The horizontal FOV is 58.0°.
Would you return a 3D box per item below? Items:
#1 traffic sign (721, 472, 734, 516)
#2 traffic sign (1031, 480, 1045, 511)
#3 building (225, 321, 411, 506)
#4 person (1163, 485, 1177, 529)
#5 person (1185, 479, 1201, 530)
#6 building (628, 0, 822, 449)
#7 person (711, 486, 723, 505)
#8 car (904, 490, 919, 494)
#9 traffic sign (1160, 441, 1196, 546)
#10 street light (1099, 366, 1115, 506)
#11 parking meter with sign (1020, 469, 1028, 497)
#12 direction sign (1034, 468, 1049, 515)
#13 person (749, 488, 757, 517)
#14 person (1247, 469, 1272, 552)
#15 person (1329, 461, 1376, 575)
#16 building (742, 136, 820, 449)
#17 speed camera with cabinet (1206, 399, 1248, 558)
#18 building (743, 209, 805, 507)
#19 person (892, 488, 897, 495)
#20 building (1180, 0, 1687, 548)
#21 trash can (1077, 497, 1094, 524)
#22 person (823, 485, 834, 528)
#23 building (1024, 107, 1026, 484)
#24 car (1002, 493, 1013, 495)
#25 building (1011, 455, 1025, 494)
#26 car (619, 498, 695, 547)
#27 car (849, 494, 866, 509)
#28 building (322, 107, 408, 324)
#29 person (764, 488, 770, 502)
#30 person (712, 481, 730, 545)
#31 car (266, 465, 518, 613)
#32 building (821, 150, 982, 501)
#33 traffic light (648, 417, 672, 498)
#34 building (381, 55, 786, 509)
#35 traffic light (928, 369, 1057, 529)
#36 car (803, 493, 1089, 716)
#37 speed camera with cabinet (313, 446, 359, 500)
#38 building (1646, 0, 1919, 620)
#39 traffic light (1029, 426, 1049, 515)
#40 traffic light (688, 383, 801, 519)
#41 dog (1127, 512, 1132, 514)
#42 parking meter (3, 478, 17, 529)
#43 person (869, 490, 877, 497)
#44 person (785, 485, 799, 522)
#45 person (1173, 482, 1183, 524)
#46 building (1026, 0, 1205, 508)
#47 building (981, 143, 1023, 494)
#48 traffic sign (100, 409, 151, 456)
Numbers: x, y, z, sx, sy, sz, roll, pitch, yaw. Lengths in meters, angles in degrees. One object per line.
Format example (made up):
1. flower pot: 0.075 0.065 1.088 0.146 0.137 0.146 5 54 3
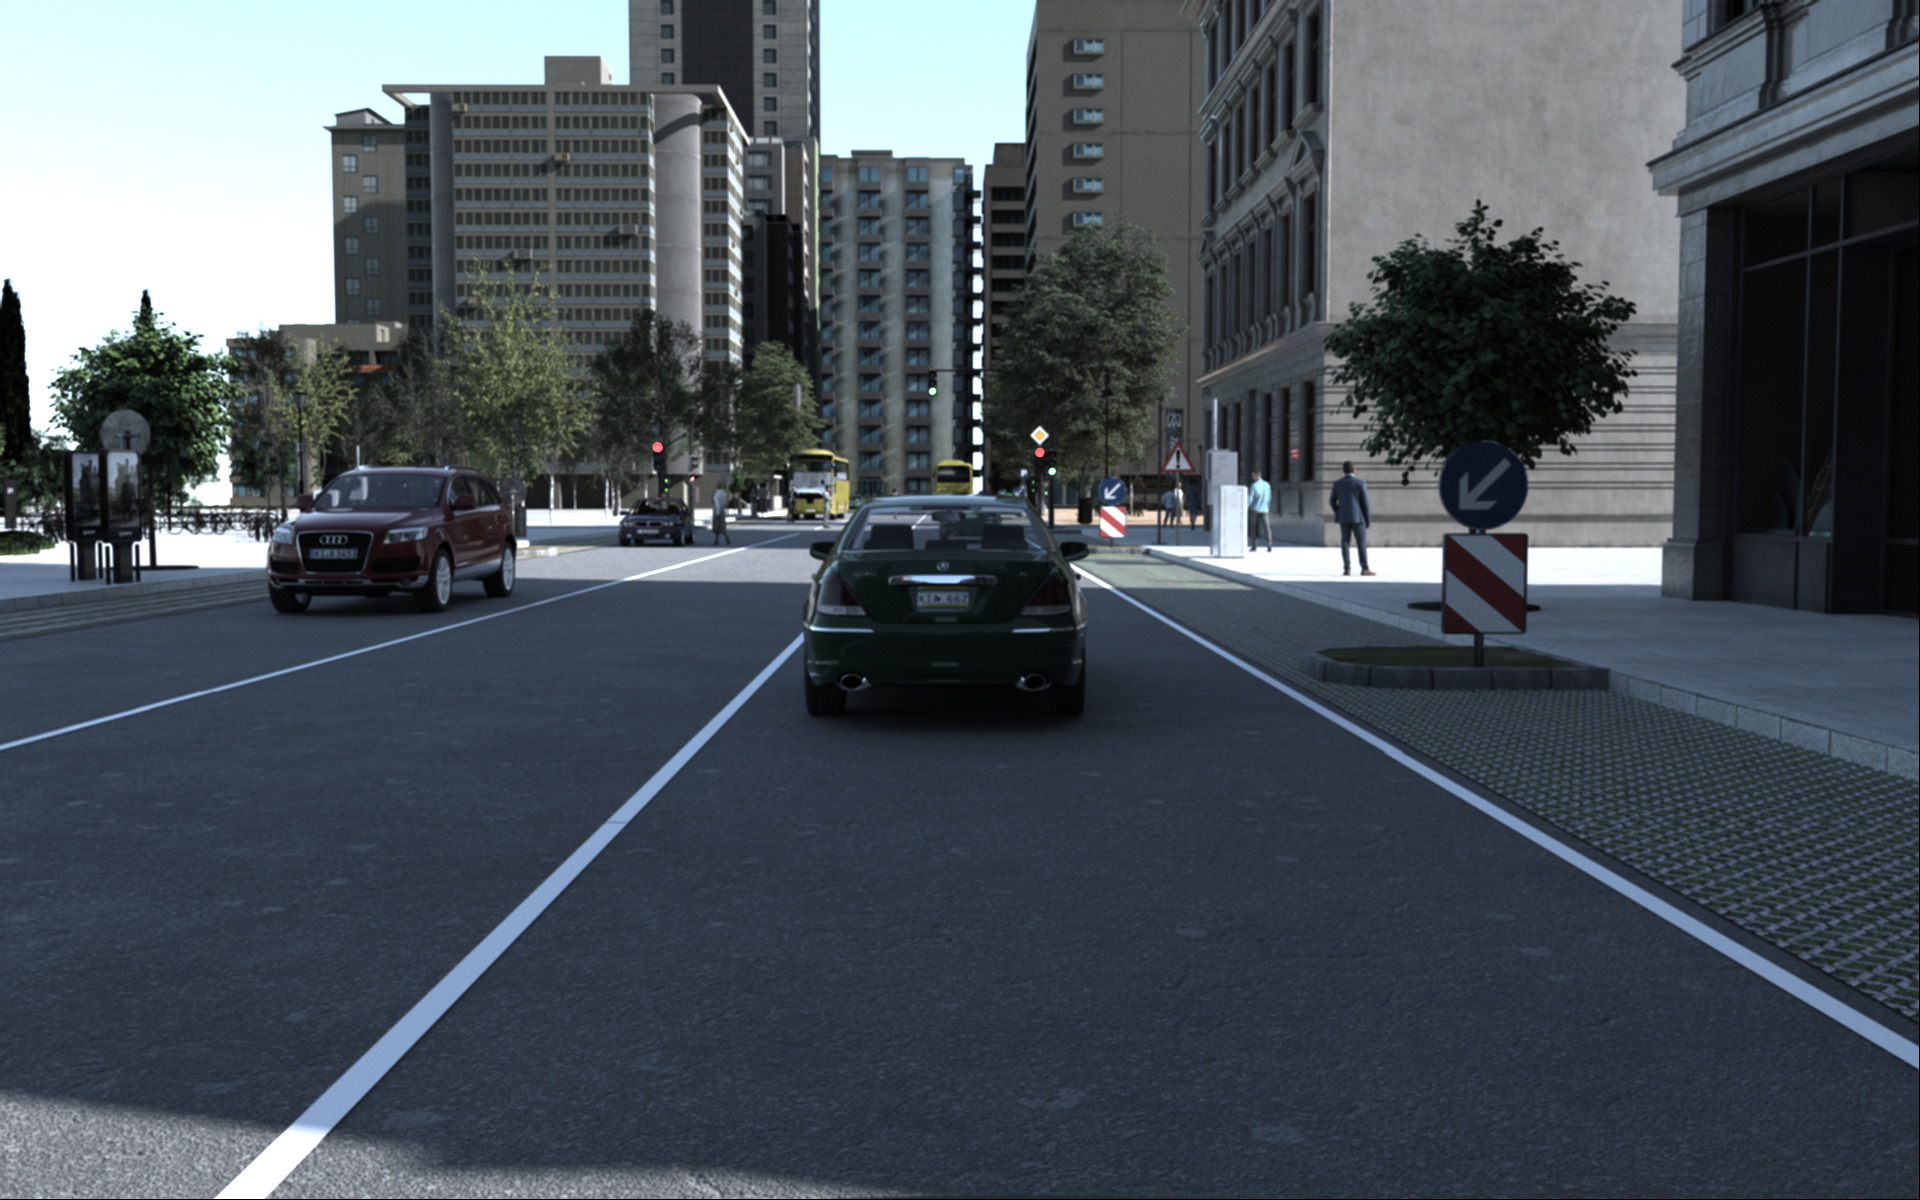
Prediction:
1. traffic sign: -13.340 -6.064 99.257 0.768 2.556 0.104 0 4 3
2. traffic sign: 4.787 -6.499 106.269 0.884 2.594 0.081 0 4 6
3. building: -66.769 -22.053 205.604 28.899 21.520 27.650 0 4 0
4. person: 7.665 -3.378 63.089 0.589 1.601 0.330 2 4 34
5. person: 8.334 -3.428 62.109 0.581 1.822 0.654 2 4 23
6. building: -27.627 -47.127 208.785 20.611 71.187 20.563 0 4 0
7. person: -10.556 -4.102 75.742 0.473 1.802 0.592 -3 4 -37
8. car: -4.879 -10.218 175.733 2.281 1.827 5.304 0 4 0
9. traffic sign: 5.358 -2.605 42.597 0.884 2.594 0.081 0 4 3
10. street light: 5.316 -5.502 62.750 0.468 5.910 1.993 0 4 0
11. parking meter with sign: 4.497 -7.732 122.677 0.543 3.016 1.738 0 4 0
12. direction sign: 4.896 -6.865 104.239 0.876 3.537 0.379 1 4 8
13. person: -11.759 -5.488 98.778 0.362 1.759 0.519 2 4 35
14. person: 6.671 -2.001 38.630 0.638 1.841 0.748 -1 4 -12
15. person: 6.194 -1.290 27.317 0.721 1.800 0.419 1 4 19
16. building: -23.133 -31.108 192.216 14.154 41.232 14.086 0 4 0
17. speed camera with cabinet: 5.453 -2.509 35.358 0.660 3.252 2.038 0 4 1
18. building: -23.463 -24.826 177.605 14.160 30.474 14.107 0 4 0
19. person: -3.830 -5.590 100.249 0.532 1.782 0.716 1 4 23
20. building: 13.588 -13.111 50.525 11.583 22.565 21.152 0 4 0
21. trash can: 5.336 -3.800 73.781 0.748 1.137 0.748 0 3 0
22. person: -5.566 -3.953 73.317 0.466 1.800 0.511 0 4 5
23. building: 13.744 -30.465 181.690 14.154 41.232 14.086 0 4 0
24. car: 2.830 -5.840 104.281 1.959 1.807 4.718 0 4 1
25. building: 17.836 -54.479 203.398 22.319 86.520 31.000 0 4 0
26. car: -8.471 -2.199 48.530 1.945 1.354 3.894 0 4 -2
27. car: -8.726 -7.920 141.285 2.131 1.459 4.920 0 4 0
28. building: -70.677 -40.092 244.743 27.495 52.752 28.713 0 4 0
29. person: -15.247 -7.989 136.840 0.709 1.800 0.728 0 4 -1
30. person: -6.691 -2.437 48.569 0.641 1.798 0.478 3 5 45
31. car: -7.276 -0.854 22.628 2.281 1.827 5.304 0 4 -1
32. building: -12.302 -38.155 243.435 30.456 49.044 23.786 0 4 0
33. traffic light: -10.948 -4.540 63.153 0.839 4.253 0.868 0 4 0
34. building: -32.716 -28.500 157.860 32.217 40.220 23.993 0 4 0
35. traffic light: 1.222 -5.410 63.120 4.771 5.953 1.251 0 4 0
36. car: -0.086 -0.052 12.641 2.131 1.459 4.920 0 4 0
37. speed camera with cabinet: -25.284 -4.666 70.625 2.038 3.252 0.660 0 4 -1
38. building: 13.254 -10.331 19.817 10.553 20.767 40.483 0 4 0
39. traffic light: 3.252 -5.036 71.263 0.839 4.253 0.868 0 4 0
40. traffic light: -8.918 -5.903 71.189 4.771 5.953 1.251 0 4 0
41. dog: 10.799 -5.639 109.941 0.748 0.427 0.550 -2 4 -23
42. parking meter: -34.875 -3.542 63.624 0.399 1.863 0.255 -3 4 -37
43. person: -6.868 -7.796 136.319 0.716 1.782 0.532 3 5 40
44. person: -8.573 -4.937 88.586 0.648 1.900 0.474 -2 4 -34
45. person: 9.296 -4.153 74.163 0.478 1.798 0.641 -3 4 -37
46. building: 17.329 -33.026 163.684 21.300 48.544 21.600 0 4 0
47. building: 13.740 -37.796 241.669 21.600 48.544 21.300 0 4 0
48. traffic sign: -12.488 -1.579 25.921 0.768 2.556 0.104 0 4 3
